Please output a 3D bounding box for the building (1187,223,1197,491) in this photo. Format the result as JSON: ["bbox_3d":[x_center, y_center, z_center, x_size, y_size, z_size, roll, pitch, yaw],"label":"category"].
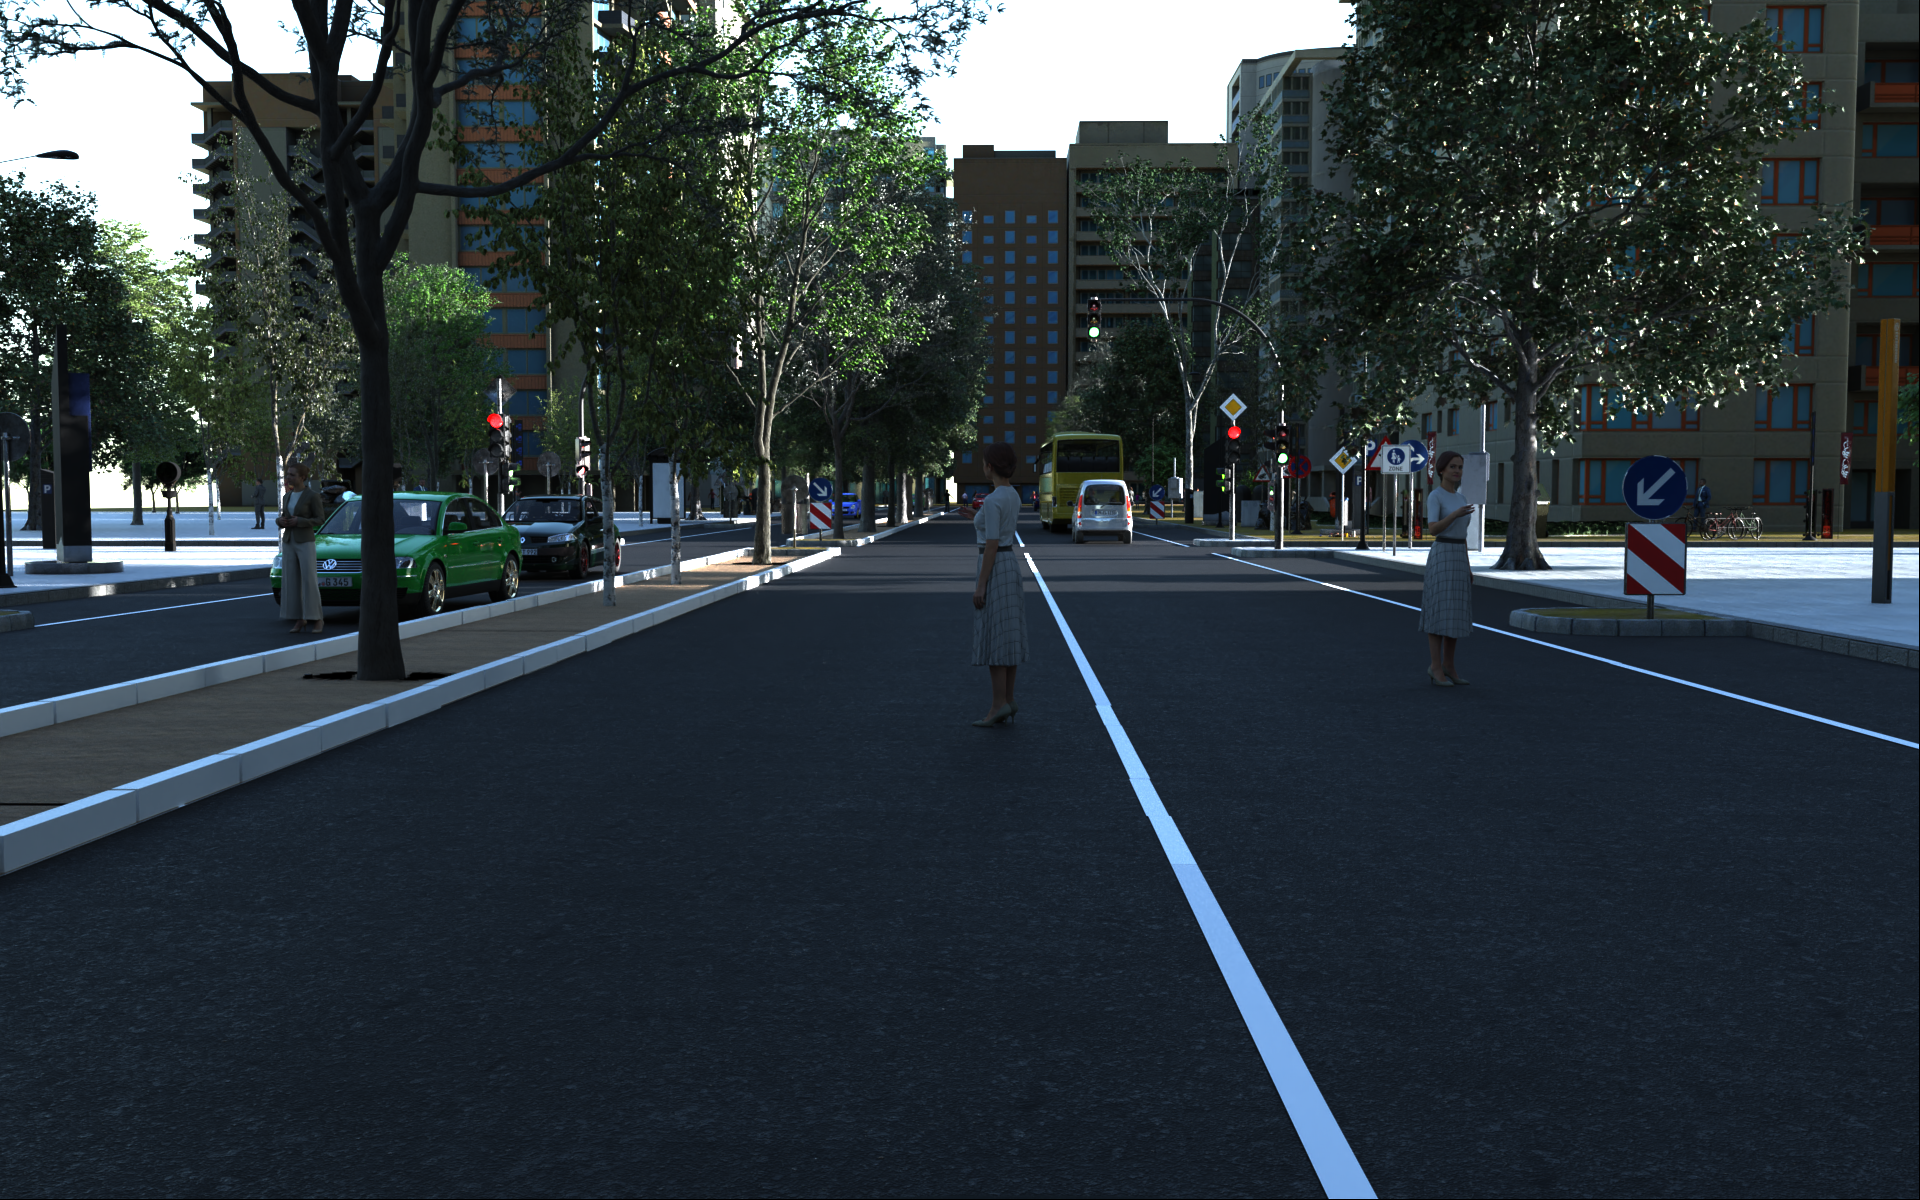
[{"bbox_3d":[30.477,-25.008,180.582,14.160,30.474,14.107,0,4,1],"label":"building"}]

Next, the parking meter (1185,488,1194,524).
[{"bbox_3d":[10.008,-4.105,75.530,0.372,1.533,0.369,0,3,0],"label":"parking meter"}]

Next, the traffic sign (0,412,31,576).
[{"bbox_3d":[-14.835,-1.644,26.978,0.768,2.556,0.104,0,4,5],"label":"traffic sign"}]

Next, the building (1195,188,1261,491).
[{"bbox_3d":[30.824,-24.112,165.926,14.160,30.474,14.107,0,4,1],"label":"building"}]

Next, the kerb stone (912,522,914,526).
[{"bbox_3d":[-2.209,-3.244,75.233,0.120,0.150,1.000,0,4,1],"label":"kerb stone"}]

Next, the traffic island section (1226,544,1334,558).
[{"bbox_3d":[7.438,-1.105,40.350,2.009,0.180,2.903,0,4,1],"label":"traffic island section"}]

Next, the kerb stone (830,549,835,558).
[{"bbox_3d":[-2.975,-1.016,38.808,0.120,0.150,1.000,0,4,1],"label":"kerb stone"}]

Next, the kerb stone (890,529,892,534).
[{"bbox_3d":[-2.536,-2.299,59.839,0.120,0.150,1.000,0,4,1],"label":"kerb stone"}]

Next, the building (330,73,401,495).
[{"bbox_3d":[-55.852,-32.504,181.543,14.200,45.320,14.600,0,4,1],"label":"building"}]

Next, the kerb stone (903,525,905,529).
[{"bbox_3d":[-2.359,-2.801,68.059,0.120,0.150,1.000,0,4,1],"label":"kerb stone"}]

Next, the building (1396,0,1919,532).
[{"bbox_3d":[35.738,-13.848,71.460,28.899,21.520,27.650,0,4,1],"label":"building"}]

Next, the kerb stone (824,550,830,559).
[{"bbox_3d":[-3.002,-0.953,37.776,0.120,0.150,1.000,0,4,1],"label":"kerb stone"}]

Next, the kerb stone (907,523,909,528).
[{"bbox_3d":[-2.301,-2.991,71.128,0.120,0.150,1.000,0,4,1],"label":"kerb stone"}]

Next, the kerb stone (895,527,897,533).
[{"bbox_3d":[-2.476,-2.485,62.925,0.120,0.150,1.000,0,4,1],"label":"kerb stone"}]

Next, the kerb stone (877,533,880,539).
[{"bbox_3d":[-2.666,-1.927,53.697,0.120,0.150,1.000,0,4,1],"label":"kerb stone"}]

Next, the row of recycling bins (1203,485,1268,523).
[{"bbox_3d":[12.502,-4.369,78.545,3.534,1.692,1.069,3,5,45],"label":"row of recycling bins"}]

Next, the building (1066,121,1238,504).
[{"bbox_3d":[24.383,-36.960,227.998,21.600,48.544,21.300,0,4,1],"label":"building"}]

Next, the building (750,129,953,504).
[{"bbox_3d":[-15.806,-37.346,230.219,30.456,49.044,23.786,0,4,1],"label":"building"}]

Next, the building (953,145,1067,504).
[{"bbox_3d":[6.413,-35.158,224.936,14.200,45.320,14.600,0,4,1],"label":"building"}]

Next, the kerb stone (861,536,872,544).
[{"bbox_3d":[-2.729,-1.739,50.627,0.120,0.150,1.000,0,4,1],"label":"kerb stone"}]

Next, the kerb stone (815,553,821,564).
[{"bbox_3d":[-3.040,-0.828,35.725,0.120,0.150,1.000,0,4,1],"label":"kerb stone"}]

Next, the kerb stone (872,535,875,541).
[{"bbox_3d":[-2.702,-1.801,51.649,0.120,0.150,1.000,0,4,1],"label":"kerb stone"}]

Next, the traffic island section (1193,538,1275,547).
[{"bbox_3d":[7.606,-1.593,48.334,2.009,0.180,2.903,0,4,1],"label":"traffic island section"}]

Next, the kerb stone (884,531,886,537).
[{"bbox_3d":[-2.595,-2.110,56.764,0.120,0.150,1.000,0,4,1],"label":"kerb stone"}]

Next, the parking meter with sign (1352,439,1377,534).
[{"bbox_3d":[12.769,-3.655,56.022,0.543,3.016,1.738,-1,4,-18],"label":"parking meter with sign"}]

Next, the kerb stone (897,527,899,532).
[{"bbox_3d":[-2.444,-2.548,63.955,0.120,0.150,1.000,0,4,1],"label":"kerb stone"}]

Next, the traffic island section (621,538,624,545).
[{"bbox_3d":[-10.632,-1.617,48.719,2.009,0.180,2.903,0,4,1],"label":"traffic island section"}]

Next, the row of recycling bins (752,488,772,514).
[{"bbox_3d":[-12.707,-6.379,111.408,1.069,1.692,3.534,0,4,3],"label":"row of recycling bins"}]

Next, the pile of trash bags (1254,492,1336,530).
[{"bbox_3d":[12.218,-3.198,62.032,3.447,1.369,1.912,3,4,37],"label":"pile of trash bags"}]

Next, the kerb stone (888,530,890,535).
[{"bbox_3d":[-2.550,-2.234,58.812,0.120,0.150,1.000,0,4,1],"label":"kerb stone"}]

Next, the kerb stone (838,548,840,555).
[{"bbox_3d":[-2.928,-1.141,40.858,0.120,0.150,1.000,0,4,1],"label":"kerb stone"}]

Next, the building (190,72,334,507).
[{"bbox_3d":[-70.051,-32.516,181.747,14.200,45.320,14.600,0,4,1],"label":"building"}]

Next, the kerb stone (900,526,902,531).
[{"bbox_3d":[-2.409,-2.679,66.004,0.120,0.150,1.000,0,4,1],"label":"kerb stone"}]

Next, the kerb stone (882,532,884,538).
[{"bbox_3d":[-2.618,-2.052,55.741,0.120,0.150,1.000,0,4,1],"label":"kerb stone"}]

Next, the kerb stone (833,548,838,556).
[{"bbox_3d":[-2.962,-1.078,39.837,0.120,0.150,1.000,0,4,1],"label":"kerb stone"}]

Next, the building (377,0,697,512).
[{"bbox_3d":[-33.293,-29.602,138.615,22.147,44.769,28.867,0,4,1],"label":"building"}]

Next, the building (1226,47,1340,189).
[{"bbox_3d":[49.883,-41.871,226.586,28.212,58.520,21.231,0,4,1],"label":"building"}]

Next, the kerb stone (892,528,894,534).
[{"bbox_3d":[-2.510,-2.366,60.873,0.120,0.150,1.000,0,4,1],"label":"kerb stone"}]

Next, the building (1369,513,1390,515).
[{"bbox_3d":[38.144,-25.472,108.346,32.217,40.220,23.993,0,4,1],"label":"building"}]

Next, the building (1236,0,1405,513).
[{"bbox_3d":[38.521,-27.787,146.201,32.217,40.220,23.993,0,4,1],"label":"building"}]

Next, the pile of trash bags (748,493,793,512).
[{"bbox_3d":[-13.188,-6.844,121.645,3.447,1.369,1.912,-2,4,-26],"label":"pile of trash bags"}]

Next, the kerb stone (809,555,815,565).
[{"bbox_3d":[-3.064,-0.765,34.700,0.120,0.150,1.000,0,4,1],"label":"kerb stone"}]

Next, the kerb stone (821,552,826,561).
[{"bbox_3d":[-3.014,-0.889,36.753,0.120,0.150,1.000,0,4,1],"label":"kerb stone"}]

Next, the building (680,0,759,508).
[{"bbox_3d":[-35.148,-35.781,174.253,27.495,52.752,28.713,0,4,1],"label":"building"}]

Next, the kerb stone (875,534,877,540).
[{"bbox_3d":[-2.690,-1.864,52.676,0.120,0.150,1.000,0,4,1],"label":"kerb stone"}]

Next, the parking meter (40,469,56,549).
[{"bbox_3d":[-21.310,-2.136,40.642,0.399,1.863,0.255,0,4,7],"label":"parking meter"}]

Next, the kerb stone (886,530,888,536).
[{"bbox_3d":[-2.577,-2.177,57.786,0.120,0.150,1.000,0,4,1],"label":"kerb stone"}]

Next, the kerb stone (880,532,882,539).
[{"bbox_3d":[-2.650,-1.989,54.720,0.120,0.150,1.000,0,4,1],"label":"kerb stone"}]
